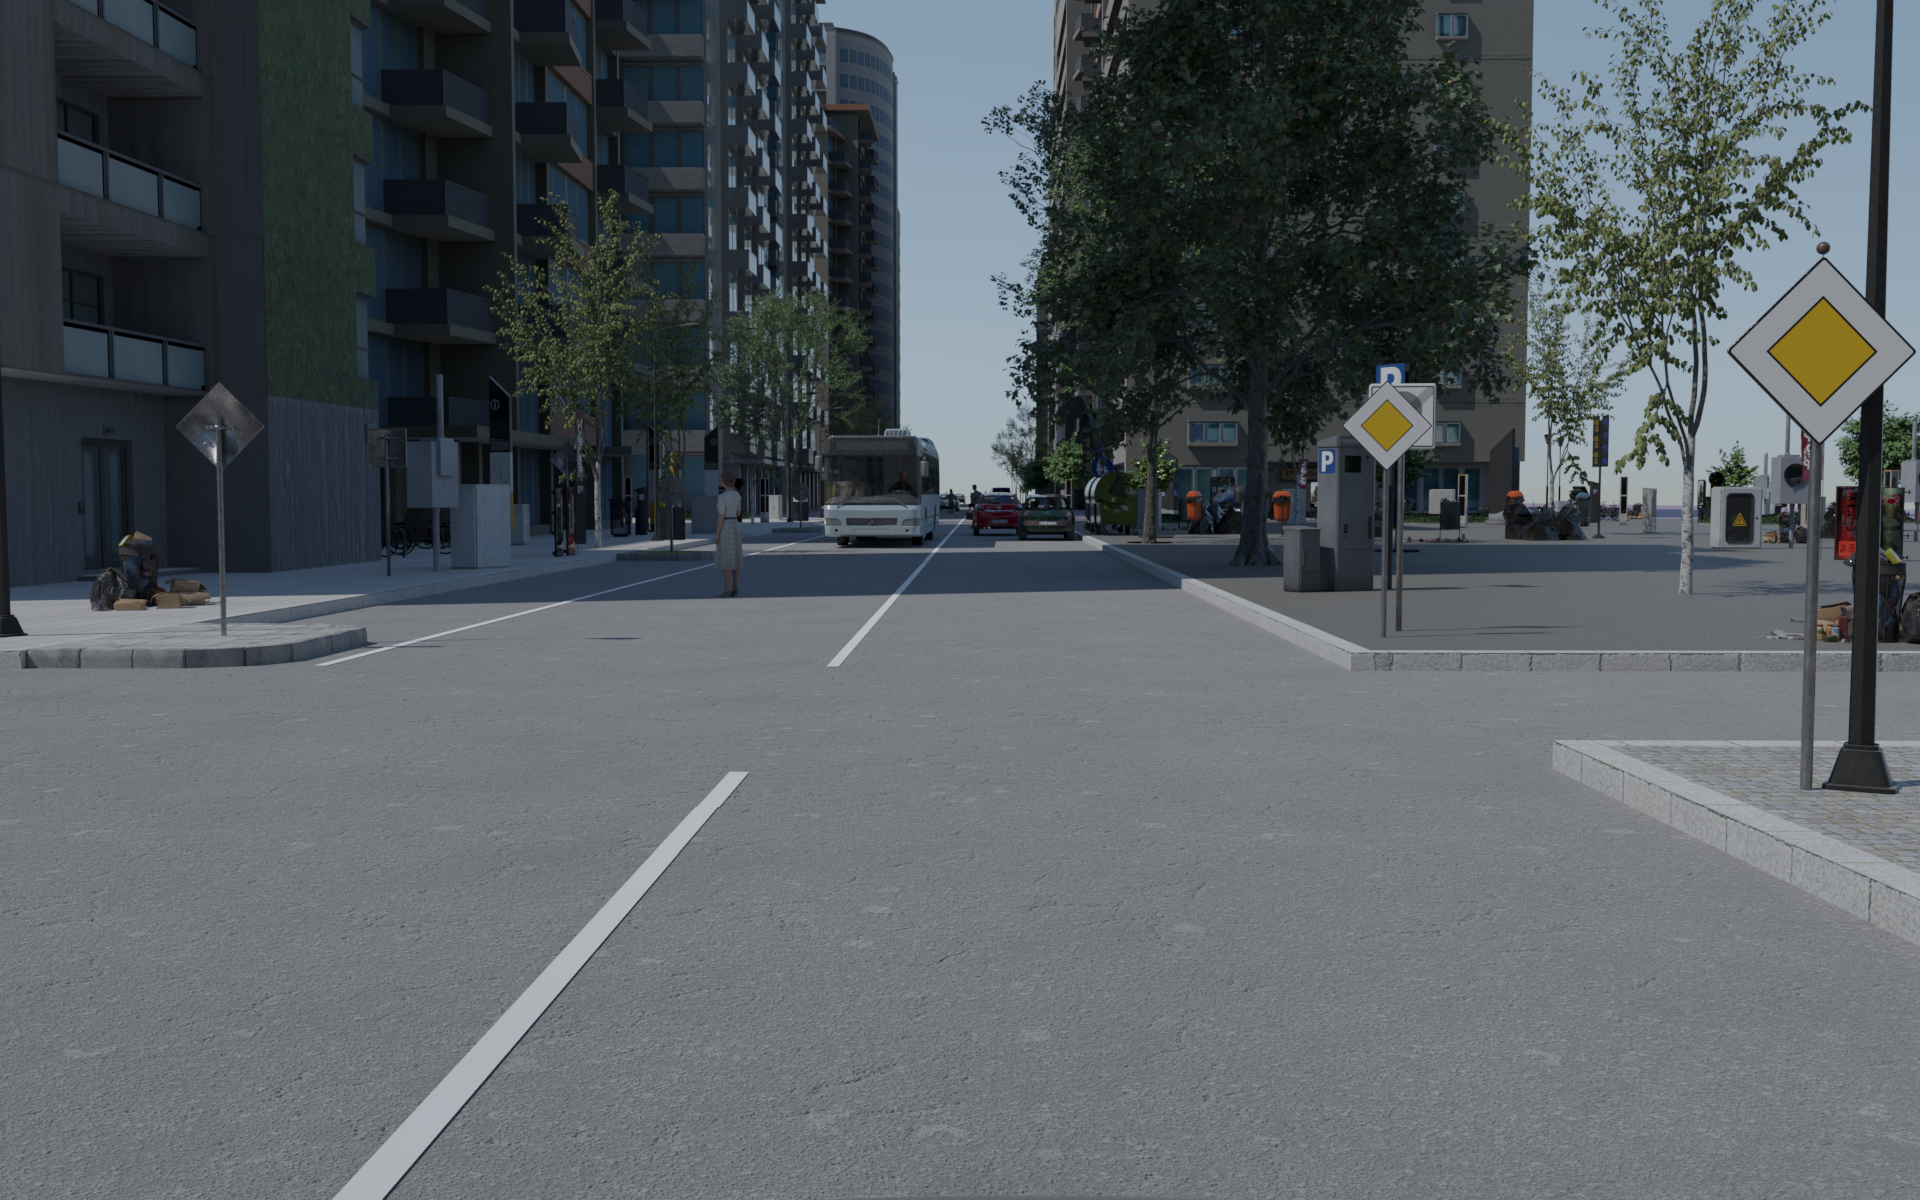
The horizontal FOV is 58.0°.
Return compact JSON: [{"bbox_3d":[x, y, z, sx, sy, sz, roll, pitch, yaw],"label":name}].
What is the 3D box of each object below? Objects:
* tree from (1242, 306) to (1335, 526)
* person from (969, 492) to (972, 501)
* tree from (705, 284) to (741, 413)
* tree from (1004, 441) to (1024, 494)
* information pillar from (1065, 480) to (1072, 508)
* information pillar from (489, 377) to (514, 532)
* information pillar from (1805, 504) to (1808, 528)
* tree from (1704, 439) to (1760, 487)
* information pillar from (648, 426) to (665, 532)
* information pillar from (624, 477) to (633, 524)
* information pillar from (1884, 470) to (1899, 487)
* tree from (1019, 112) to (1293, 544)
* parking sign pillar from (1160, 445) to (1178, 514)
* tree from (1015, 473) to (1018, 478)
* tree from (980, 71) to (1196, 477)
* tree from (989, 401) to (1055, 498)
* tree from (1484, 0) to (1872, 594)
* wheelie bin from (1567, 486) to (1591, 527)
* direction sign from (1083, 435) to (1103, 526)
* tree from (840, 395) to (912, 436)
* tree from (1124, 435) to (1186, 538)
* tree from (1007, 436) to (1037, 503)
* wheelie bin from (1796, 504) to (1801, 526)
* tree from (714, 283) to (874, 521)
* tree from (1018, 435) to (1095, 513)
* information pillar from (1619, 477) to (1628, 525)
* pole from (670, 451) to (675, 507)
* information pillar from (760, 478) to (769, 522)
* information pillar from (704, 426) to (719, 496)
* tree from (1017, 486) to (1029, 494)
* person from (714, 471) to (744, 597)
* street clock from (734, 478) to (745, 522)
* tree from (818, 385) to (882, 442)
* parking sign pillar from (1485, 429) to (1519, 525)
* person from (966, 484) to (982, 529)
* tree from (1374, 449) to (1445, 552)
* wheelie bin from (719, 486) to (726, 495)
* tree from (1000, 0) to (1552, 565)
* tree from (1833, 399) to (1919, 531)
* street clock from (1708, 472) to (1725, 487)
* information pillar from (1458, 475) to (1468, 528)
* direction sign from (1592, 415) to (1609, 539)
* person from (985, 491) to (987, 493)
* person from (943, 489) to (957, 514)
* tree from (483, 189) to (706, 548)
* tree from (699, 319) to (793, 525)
[{"bbox_3d":[12.402,-6.939,63.813,4.360,8.622,3.978,0,3,0],"label":"tree"},{"bbox_3d":[1.312,-11.778,202.533,0.415,1.643,0.593,0,4,2],"label":"person"},{"bbox_3d":[-8.872,-6.279,53.028,4.737,8.622,4.395,0,3,0],"label":"tree"},{"bbox_3d":[7.763,-17.736,240.345,4.360,8.622,3.978,0,3,0],"label":"tree"},{"bbox_3d":[5.468,-5.067,87.336,0.304,2.012,0.304,0,4,-1],"label":"information pillar"},{"bbox_3d":[-9.154,-2.640,34.525,0.504,3.616,0.183,1,4,19],"label":"information pillar"},{"bbox_3d":[23.192,-2.607,47.116,0.304,2.012,0.304,1,4,16],"label":"information pillar"},{"bbox_3d":[27.593,-4.089,61.451,1.663,3.219,1.824,0,3,0],"label":"tree"},{"bbox_3d":[-10.309,-4.106,58.496,0.504,3.616,0.183,2,4,35],"label":"information pillar"},{"bbox_3d":[-14.210,-4.265,74.229,0.304,2.012,0.304,0,4,-5],"label":"information pillar"},{"bbox_3d":[28.635,-2.985,53.293,0.304,2.012,0.304,-1,4,-14],"label":"information pillar"},{"bbox_3d":[5.043,-7.267,44.566,9.928,11.665,9.643,0,3,0],"label":"tree"},{"bbox_3d":[10.515,-6.145,88.935,1.447,3.967,1.447,3,4,37],"label":"parking sign pillar"},{"bbox_3d":[6.538,-10.255,151.381,4.285,4.588,4.351,0,3,0],"label":"tree"},{"bbox_3d":[7.126,-13.444,75.701,12.611,20.169,13.585,0,3,0],"label":"tree"},{"bbox_3d":[6.585,-14.651,173.951,8.767,10.594,7.601,2,4,27],"label":"tree"},{"bbox_3d":[9.116,-4.388,22.106,4.737,8.622,4.395,0,3,0],"label":"tree"},{"bbox_3d":[24.389,-3.689,68.225,0.693,1.594,0.980,-2,4,-29],"label":"wheelie bin"},{"bbox_3d":[5.116,-4.578,66.852,0.876,3.537,0.379,-2,4,-27],"label":"direction sign"},{"bbox_3d":[-7.588,-13.905,161.754,8.767,10.594,7.601,-1,4,-10],"label":"tree"},{"bbox_3d":[5.741,-3.441,50.864,1.663,3.219,1.824,0,3,0],"label":"tree"},{"bbox_3d":[7.229,-15.554,204.663,4.737,8.622,4.395,0,3,0],"label":"tree"},{"bbox_3d":[34.263,-3.790,69.874,0.980,1.594,0.693,-1,4,-12],"label":"wheelie bin"},{"bbox_3d":[-8.187,-9.697,84.300,9.928,11.665,9.643,0,3,0],"label":"tree"},{"bbox_3d":[6.302,-6.849,95.701,4.285,4.588,4.351,0,3,0],"label":"tree"},{"bbox_3d":[27.789,-4.161,72.532,0.304,2.012,0.304,1,4,17],"label":"information pillar"},{"bbox_3d":[-13.654,-5.409,82.285,0.158,3.312,0.155,0,3,0],"label":"pole"},{"bbox_3d":[-8.876,-4.536,78.661,0.304,2.012,0.304,2,4,29],"label":"information pillar"},{"bbox_3d":[-8.462,-4.142,59.083,0.504,3.616,0.183,0,4,-7],"label":"information pillar"},{"bbox_3d":[8.205,-13.498,215.287,1.663,3.219,1.824,0,3,0],"label":"tree"},{"bbox_3d":[-3.283,-0.925,24.190,0.524,1.755,0.480,2,4,33],"label":"person"},{"bbox_3d":[-9.994,-4.521,78.481,0.471,2.002,0.358,2,4,26],"label":"street clock"},{"bbox_3d":[-7.250,-9.773,110.154,4.360,8.622,3.978,0,3,0],"label":"tree"},{"bbox_3d":[22.625,-5.108,71.994,1.447,3.967,1.447,-2,4,-26],"label":"parking sign pillar"},{"bbox_3d":[0.690,-3.847,71.366,0.822,1.834,0.622,3,4,37],"label":"person"},{"bbox_3d":[9.654,-2.689,38.570,1.663,3.219,1.824,0,3,0],"label":"tree"},{"bbox_3d":[-9.867,-3.862,71.052,0.980,1.594,0.693,-2,4,-25],"label":"wheelie bin"},{"bbox_3d":[5.491,-6.986,31.222,9.611,12.733,9.660,0,3,0],"label":"tree"},{"bbox_3d":[31.887,-4.659,59.892,4.285,4.588,4.351,0,3,0],"label":"tree"},{"bbox_3d":[24.355,-3.132,55.780,0.471,2.002,0.358,2,4,32],"label":"street clock"},{"bbox_3d":[18.947,-3.717,65.263,0.304,2.012,0.304,2,4,29],"label":"information pillar"},{"bbox_3d":[18.484,-3.549,50.031,0.379,3.537,0.876,0,4,-8],"label":"direction sign"},{"bbox_3d":[3.261,-13.061,222.055,0.705,1.823,1.348,1,4,11],"label":"person"},{"bbox_3d":[-0.689,-7.279,127.508,1.348,1.824,0.705,-3,5,-45],"label":"person"},{"bbox_3d":[-8.885,-5.550,41.111,4.737,8.622,4.395,0,3,0],"label":"tree"},{"bbox_3d":[-8.730,-7.454,72.239,4.360,8.622,3.978,0,3,0],"label":"tree"}]
